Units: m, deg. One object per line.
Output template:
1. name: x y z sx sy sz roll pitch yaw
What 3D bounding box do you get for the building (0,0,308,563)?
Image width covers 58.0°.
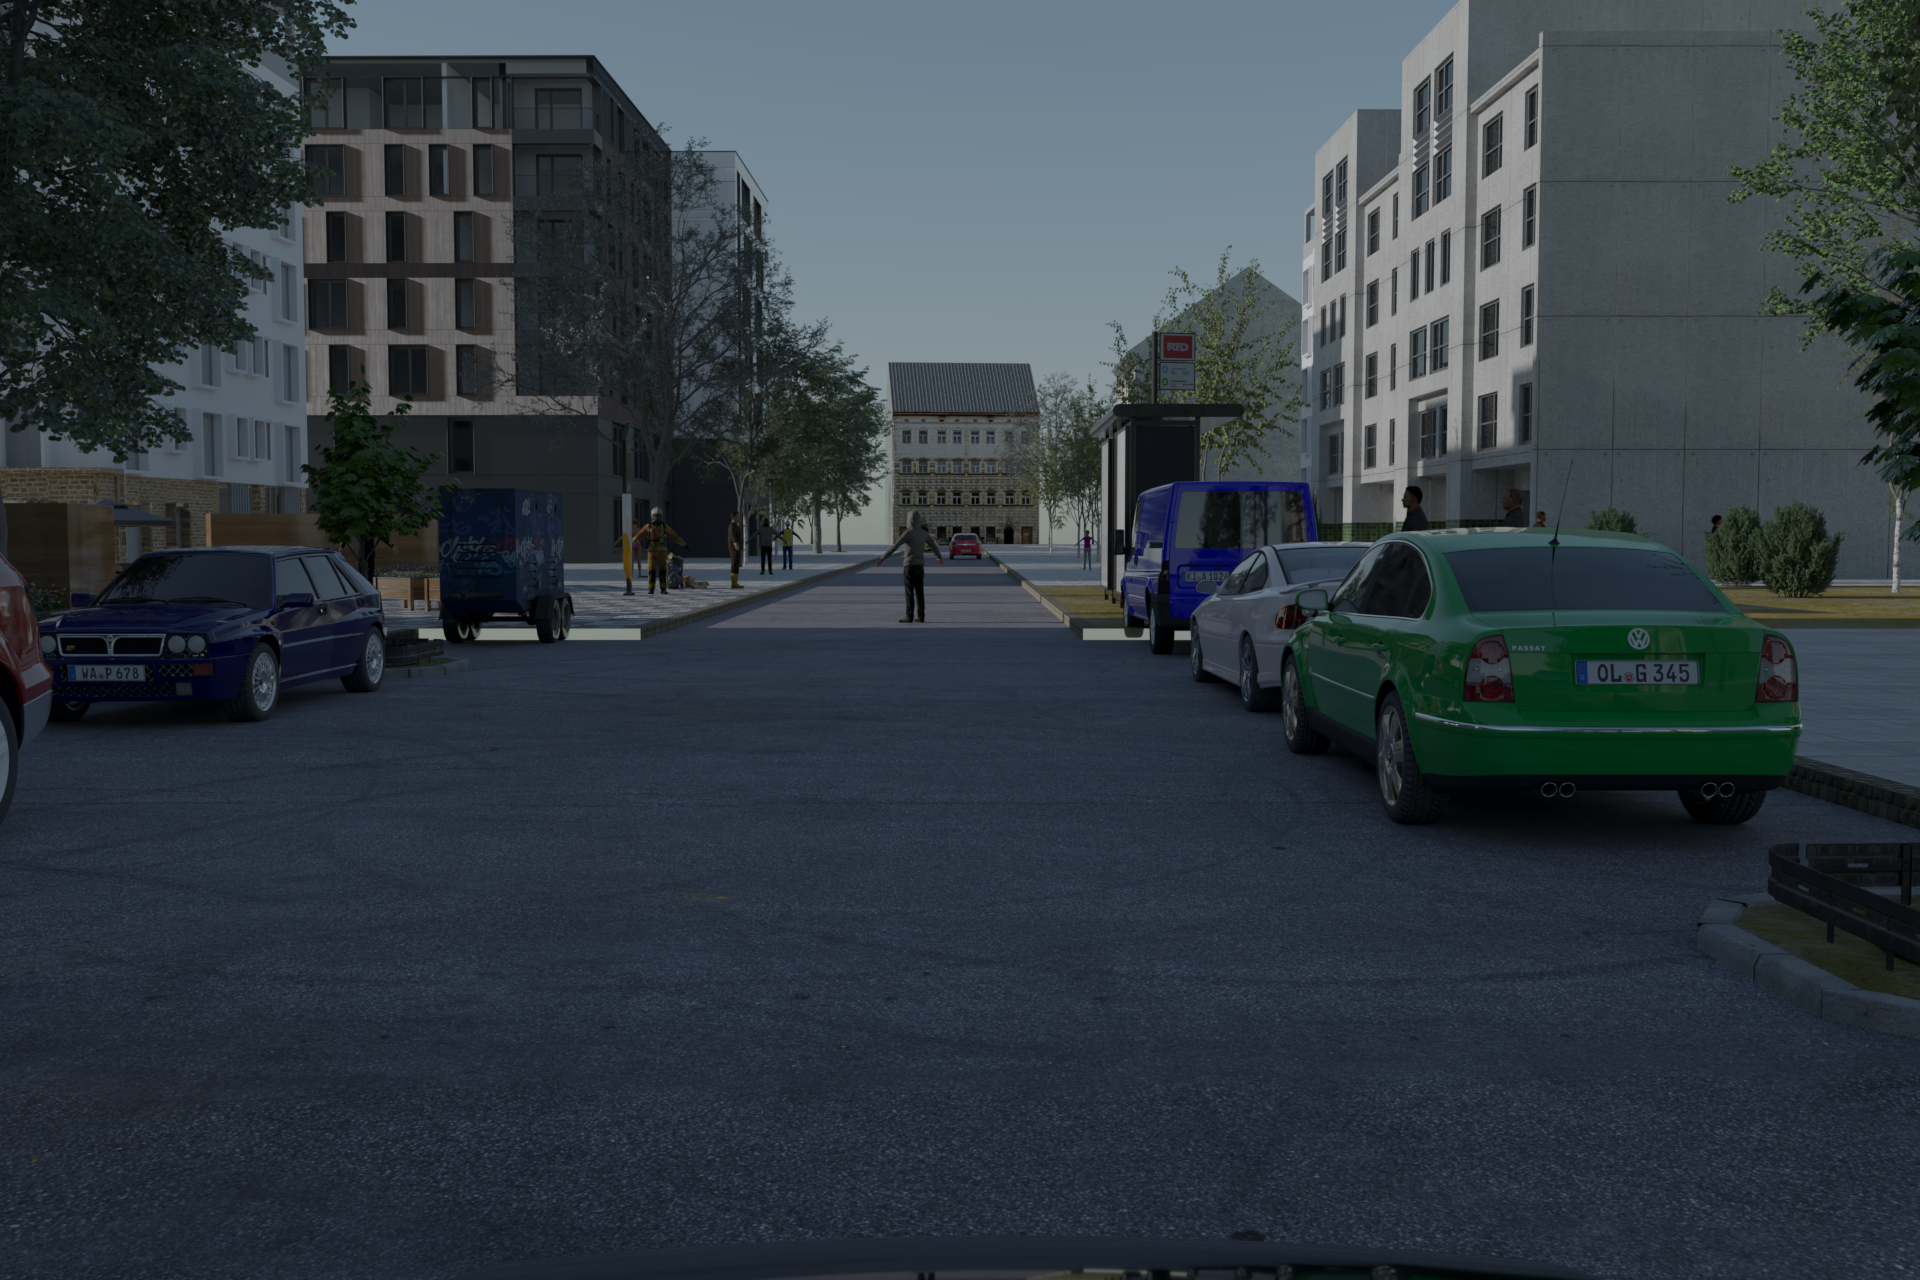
1. building: -28.387 -11.779 49.000 16.016 20.090 11.380 0 4 -1

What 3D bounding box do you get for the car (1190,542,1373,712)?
1. car: 3.209 -0.182 15.333 2.083 1.381 4.827 0 4 -1

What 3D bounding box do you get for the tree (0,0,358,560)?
1. tree: -12.301 -7.019 21.417 9.857 13.997 8.962 0 3 0

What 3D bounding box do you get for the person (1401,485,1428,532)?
1. person: 4.993 -0.805 19.228 0.705 1.821 1.348 1 4 10

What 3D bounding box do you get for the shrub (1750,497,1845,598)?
1. shrub: 16.874 -1.865 34.915 1.690 2.028 1.600 0 3 0

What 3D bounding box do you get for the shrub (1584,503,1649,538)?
1. shrub: 15.352 -2.227 40.835 1.690 2.028 1.600 0 3 0

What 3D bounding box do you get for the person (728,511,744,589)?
1. person: -5.258 -2.120 40.796 0.704 1.812 1.346 0 4 -3

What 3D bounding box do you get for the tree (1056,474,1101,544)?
1. tree: 16.428 -18.664 215.523 12.009 13.543 11.850 0 3 0

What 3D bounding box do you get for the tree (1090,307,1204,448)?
1. tree: 6.103 -6.530 57.130 4.737 8.622 4.395 0 3 0

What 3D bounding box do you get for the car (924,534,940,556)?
1. car: -2.331 -6.398 114.835 2.015 1.641 3.980 0 4 1

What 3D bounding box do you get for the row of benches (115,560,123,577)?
1. row of benches: -21.287 -1.600 41.617 1.422 0.672 4.104 0 4 -2

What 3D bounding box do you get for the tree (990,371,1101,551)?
1. tree: 6.850 -13.385 129.215 12.009 13.543 11.850 0 3 0

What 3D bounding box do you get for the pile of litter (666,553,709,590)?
1. pile of litter: -6.491 -1.644 40.848 1.176 0.858 1.719 0 4 -1

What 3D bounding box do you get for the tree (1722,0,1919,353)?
1. tree: 16.551 -6.232 27.656 9.928 11.665 9.643 0 3 0

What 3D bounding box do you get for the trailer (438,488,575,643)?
1. trailer: -6.019 -0.935 22.335 1.471 1.999 3.904 0 4 0

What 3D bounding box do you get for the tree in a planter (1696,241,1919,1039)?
1. tree in a planter: 3.537 -0.506 5.502 1.991 3.239 1.994 0 4 0

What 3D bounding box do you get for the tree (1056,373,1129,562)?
1. tree: 6.670 -7.944 80.240 4.737 8.622 4.395 0 3 0

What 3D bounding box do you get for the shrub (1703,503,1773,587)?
1. shrub: 18.963 -2.330 42.140 1.661 2.075 1.752 0 3 0

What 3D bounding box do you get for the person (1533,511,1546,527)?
1. person: 13.224 -2.028 39.390 0.704 1.802 1.346 0 4 -5

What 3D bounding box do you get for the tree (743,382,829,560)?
1. tree: -8.799 -8.202 84.461 4.737 8.622 4.395 0 3 0

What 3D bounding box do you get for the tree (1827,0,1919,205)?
1. tree: 9.667 -3.965 15.184 4.737 8.622 4.395 0 3 0

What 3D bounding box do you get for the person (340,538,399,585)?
1. person: -11.565 -1.701 33.745 1.347 1.837 0.705 1 4 19

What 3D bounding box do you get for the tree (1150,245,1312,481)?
1. tree: 6.802 -5.804 45.254 4.737 8.622 4.395 0 3 0

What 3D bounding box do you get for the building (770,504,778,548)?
1. building: -22.282 -13.910 169.570 9.099 9.664 28.070 0 4 0

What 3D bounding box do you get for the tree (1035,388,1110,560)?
1. tree: 6.486 -8.356 86.989 4.360 8.622 3.978 0 3 0

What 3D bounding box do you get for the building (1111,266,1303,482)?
1. building: 23.718 -19.624 151.778 19.493 23.208 18.063 0 4 0

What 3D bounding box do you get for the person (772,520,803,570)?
1. person: -6.193 -3.395 61.978 1.216 1.772 0.721 -1 4 -21

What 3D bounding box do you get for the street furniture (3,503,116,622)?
1. street furniture: -16.936 -1.149 25.638 9.812 1.723 11.010 0 4 -7

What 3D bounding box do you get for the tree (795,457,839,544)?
1. tree: -18.794 -17.860 217.763 9.928 11.665 9.643 0 3 0

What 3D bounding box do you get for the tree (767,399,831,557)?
1. tree: -9.288 -8.830 94.730 4.360 8.622 3.978 0 3 0

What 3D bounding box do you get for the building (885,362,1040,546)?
1. building: -0.080 -23.685 220.631 18.063 23.208 19.493 0 4 -5

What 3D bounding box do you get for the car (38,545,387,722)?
1. car: -6.169 -0.114 14.443 1.945 1.354 3.894 0 4 0

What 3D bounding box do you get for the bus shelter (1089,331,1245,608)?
1. bus shelter: 3.587 -3.332 32.115 2.179 5.291 8.768 0 4 1

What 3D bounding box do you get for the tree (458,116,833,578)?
1. tree: -8.862 -8.583 50.709 12.009 13.543 11.850 0 3 0

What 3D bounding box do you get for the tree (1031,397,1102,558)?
1. tree: 6.506 -8.699 92.591 4.360 8.622 3.978 0 3 0

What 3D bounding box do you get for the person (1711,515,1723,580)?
1. person: 21.326 -2.604 48.722 0.704 1.843 1.345 2 4 30

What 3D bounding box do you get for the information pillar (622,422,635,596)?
1. information pillar: -6.897 -2.724 35.892 0.183 3.616 0.504 0 4 1

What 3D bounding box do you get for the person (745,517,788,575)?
1. person: -6.097 -2.962 54.550 1.348 1.813 0.705 0 4 -5

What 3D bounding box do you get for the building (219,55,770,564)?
1. building: -25.896 -15.089 90.683 27.936 21.610 32.646 0 4 1

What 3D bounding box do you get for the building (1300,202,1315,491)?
1. building: 24.724 -14.814 98.636 16.016 20.090 11.380 0 4 0

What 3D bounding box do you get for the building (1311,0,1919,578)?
1. building: 24.873 -12.154 65.174 16.747 18.905 31.486 0 3 0

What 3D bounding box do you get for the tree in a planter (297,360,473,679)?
1. tree in a planter: -6.224 -1.270 17.994 1.991 3.239 1.994 0 4 1

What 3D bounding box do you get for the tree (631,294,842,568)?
1. tree: -8.545 -8.042 65.899 8.767 10.594 7.601 0 4 2

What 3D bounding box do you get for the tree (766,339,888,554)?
1. tree: -9.433 -12.612 112.859 9.857 13.997 8.962 0 3 0

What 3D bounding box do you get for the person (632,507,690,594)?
1. person: -6.455 -1.906 36.928 1.354 1.858 0.705 -1 4 -13

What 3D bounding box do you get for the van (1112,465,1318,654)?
1. van: 3.218 -1.096 22.305 2.240 2.365 5.245 0 4 0

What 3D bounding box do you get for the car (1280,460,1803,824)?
1. car: 3.020 -0.069 9.922 1.959 1.807 4.718 0 4 0

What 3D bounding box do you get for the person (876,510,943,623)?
1. person: -0.762 -1.187 28.000 1.348 1.813 0.705 -3 5 -40

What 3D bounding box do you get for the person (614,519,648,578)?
1. person: -9.565 -2.697 50.893 1.217 1.733 0.721 -2 4 -27

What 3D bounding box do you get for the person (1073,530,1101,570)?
1. person: 4.561 -3.229 62.056 0.991 1.433 0.599 0 4 -1

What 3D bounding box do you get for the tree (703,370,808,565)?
1. tree: -9.238 -7.493 72.866 4.360 8.622 3.978 0 3 0

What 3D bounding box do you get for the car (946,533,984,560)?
1. car: 0.297 -5.463 98.362 2.155 1.783 4.494 0 4 -1

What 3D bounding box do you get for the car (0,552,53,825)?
1. car: -5.486 0.141 6.367 2.281 1.827 5.304 0 4 0

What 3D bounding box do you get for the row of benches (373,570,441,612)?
1. row of benches: -8.325 -0.807 28.656 4.104 0.672 1.422 3 4 38

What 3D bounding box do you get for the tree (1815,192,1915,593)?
1. tree: 20.278 -5.343 37.720 4.360 8.622 3.978 0 3 0

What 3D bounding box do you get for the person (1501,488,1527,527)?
1. person: 6.301 -0.837 19.865 0.705 1.807 1.348 1 4 22

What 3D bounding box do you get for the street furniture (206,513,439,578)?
1. street furniture: -13.450 -1.998 39.518 11.010 1.723 9.812 -2 4 -26

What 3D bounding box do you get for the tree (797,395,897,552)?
1. tree: -8.525 -12.078 123.235 9.928 11.665 9.643 0 3 0

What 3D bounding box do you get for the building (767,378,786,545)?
1. building: -25.362 -20.349 189.132 16.016 20.090 11.380 0 4 0

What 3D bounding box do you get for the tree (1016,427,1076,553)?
1. tree: 6.119 -10.282 118.478 4.737 8.622 4.395 0 3 0
